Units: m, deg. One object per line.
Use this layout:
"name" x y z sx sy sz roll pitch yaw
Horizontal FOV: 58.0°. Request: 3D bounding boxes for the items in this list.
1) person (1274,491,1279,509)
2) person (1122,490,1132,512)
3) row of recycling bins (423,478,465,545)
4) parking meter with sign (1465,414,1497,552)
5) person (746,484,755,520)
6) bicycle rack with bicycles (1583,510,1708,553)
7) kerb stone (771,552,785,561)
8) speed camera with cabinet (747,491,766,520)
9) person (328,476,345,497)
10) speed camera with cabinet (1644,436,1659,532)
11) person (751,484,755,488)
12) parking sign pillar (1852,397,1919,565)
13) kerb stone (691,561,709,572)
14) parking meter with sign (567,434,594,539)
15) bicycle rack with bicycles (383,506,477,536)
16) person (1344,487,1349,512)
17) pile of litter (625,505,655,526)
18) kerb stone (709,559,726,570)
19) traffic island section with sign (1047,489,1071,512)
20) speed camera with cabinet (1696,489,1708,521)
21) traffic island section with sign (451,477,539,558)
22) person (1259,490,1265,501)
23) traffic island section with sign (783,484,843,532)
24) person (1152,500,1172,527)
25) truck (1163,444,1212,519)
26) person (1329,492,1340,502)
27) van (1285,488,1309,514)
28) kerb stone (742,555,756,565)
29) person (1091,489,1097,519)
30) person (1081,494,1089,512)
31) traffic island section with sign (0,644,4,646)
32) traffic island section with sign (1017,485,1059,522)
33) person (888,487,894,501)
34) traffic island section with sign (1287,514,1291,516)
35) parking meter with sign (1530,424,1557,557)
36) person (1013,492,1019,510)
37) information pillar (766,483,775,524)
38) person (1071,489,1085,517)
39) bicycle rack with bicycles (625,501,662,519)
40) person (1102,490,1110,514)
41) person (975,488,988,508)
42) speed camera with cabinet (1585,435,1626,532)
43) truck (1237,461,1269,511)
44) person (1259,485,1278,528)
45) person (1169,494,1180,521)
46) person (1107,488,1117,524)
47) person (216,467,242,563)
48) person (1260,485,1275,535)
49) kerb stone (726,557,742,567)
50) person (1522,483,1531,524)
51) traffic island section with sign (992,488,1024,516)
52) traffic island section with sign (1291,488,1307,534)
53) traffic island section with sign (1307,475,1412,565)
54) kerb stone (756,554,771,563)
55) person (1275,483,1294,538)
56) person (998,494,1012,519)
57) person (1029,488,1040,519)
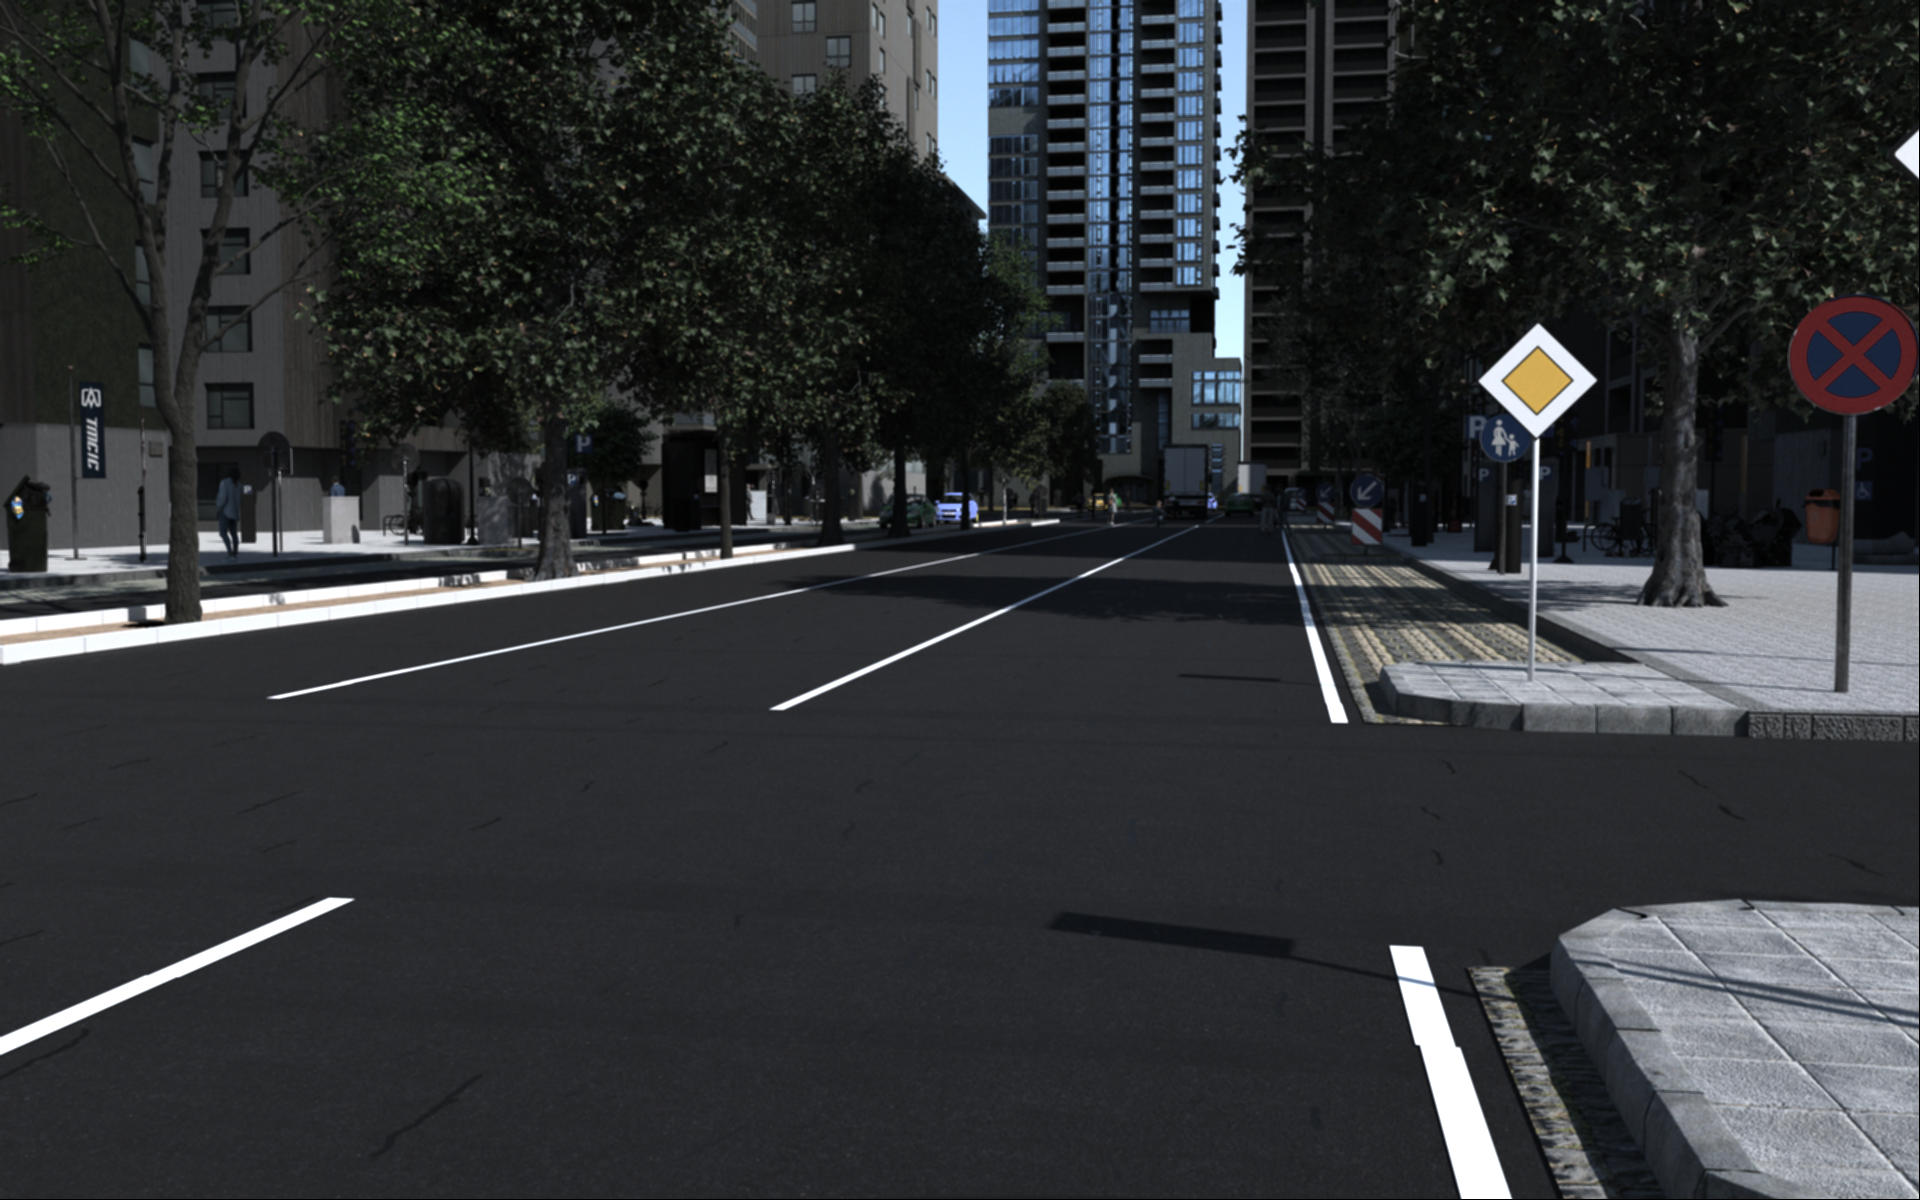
"person" 29.992 -9.483 163.555 1.348 1.822 0.705 -3 4 -39
"person" 13.539 -8.027 140.540 0.742 1.727 0.445 -3 4 -37
"row of recycling bins" -13.538 -2.343 45.425 1.069 1.692 3.534 -1 4 -14
"parking meter with sign" 11.842 -2.596 38.699 0.543 3.016 1.738 3 4 36
"person" -10.252 -4.751 84.113 0.834 1.777 0.661 -2 4 -33
"bicycle rack with bicycles" 15.064 -1.519 38.219 2.852 0.926 2.925 -2 4 -29
"kerb stone" -4.018 -0.918 37.233 0.120 0.150 1.000 1 4 10
"speed camera with cabinet" -10.485 -5.581 85.579 2.038 3.252 0.660 0 4 8
"person" -17.758 -2.638 49.353 0.419 1.800 0.721 0 4 8
"speed camera with cabinet" 23.543 -3.922 58.469 0.660 3.252 2.038 1 4 16
"person" -10.872 -5.182 90.799 0.581 1.822 0.654 -1 4 -22
"parking sign pillar" 17.009 -2.651 31.817 1.447 3.967 1.447 -2 4 -29
"kerb stone" -4.925 -0.610 32.173 0.120 0.150 1.000 1 4 10
"parking meter with sign" -11.056 -3.269 49.701 0.543 3.016 1.738 0 4 8
"bicycle rack with bicycles" -16.568 -2.463 53.649 2.925 0.926 2.852 2 4 23
"person" 28.320 -7.371 126.582 0.705 1.821 1.348 2 4 26
"pile of litter" -12.899 -3.397 69.506 1.176 0.858 1.719 -2 4 -25
"kerb stone" -4.748 -0.670 33.180 0.120 0.150 1.000 1 4 10
"traffic island section with sign" 8.034 -8.167 142.158 1.989 1.847 2.006 1 4 10
"speed camera with cabinet" 25.790 -4.145 62.101 2.038 3.252 0.660 -1 4 -14
"traffic island section with sign" -10.334 -1.908 39.829 1.989 1.847 2.006 1 4 10
"person" 23.581 -7.676 134.028 0.705 1.821 1.348 3 5 39
"traffic island section with sign" -5.570 -3.531 66.362 1.989 1.847 2.006 1 4 10
"person" 8.731 -3.788 75.933 0.738 1.151 1.012 -1 4 -20
"truck" 13.377 -6.924 102.122 2.839 4.237 11.283 1 4 9
"person" 24.496 -6.619 114.292 1.348 1.821 0.705 -1 4 -19
"van" 23.033 -6.865 119.257 2.013 2.044 4.112 1 4 11
"kerb stone" -4.395 -0.796 35.211 0.120 0.150 1.000 1 4 10
"person" 7.851 -5.602 100.816 0.721 1.735 1.217 0 4 7
"person" 9.720 -7.630 136.477 0.991 1.433 0.599 2 4 24
"traffic island section with sign" -9.259 -0.350 13.859 2.006 1.907 1.989 1 4 10
"traffic island section with sign" 4.013 -4.874 87.821 2.006 1.907 1.989 1 4 10
"person" -3.073 -4.480 82.088 0.721 1.781 0.623 3 4 36
"traffic island section with sign" 21.953 -6.322 111.996 1.989 1.847 2.006 1 4 10
"parking meter with sign" 12.071 -2.419 35.806 0.543 3.016 1.738 1 4 21
"person" 4.328 -7.717 135.401 0.628 1.438 0.799 -2 4 -34
"information pillar" -8.028 -4.220 73.491 0.304 2.012 0.304 1 4 13
"person" 7.275 -5.935 106.326 1.217 1.735 0.721 -3 5 -43
"bicycle rack with bicycles" -16.872 -4.600 88.587 2.925 0.926 2.852 2 4 34
"person" 10.856 -7.225 127.164 0.617 1.759 0.750 2 4 33
"person" 1.974 -9.319 158.045 1.348 1.869 0.705 0 4 5
"speed camera with cabinet" 22.013 -3.959 59.061 0.660 3.252 2.038 3 5 45
"truck" 25.941 -10.081 153.743 2.839 4.237 11.283 1 4 10
"person" 13.207 -4.026 74.237 0.836 1.842 0.656 0 4 1
"person" 11.555 -5.019 93.751 0.799 1.438 0.628 2 4 35
"person" 7.174 -4.427 81.880 0.512 1.701 0.522 2 4 24
"person" -13.736 -1.608 32.597 0.793 1.790 0.793 -1 4 -17
"person" 10.848 -3.179 61.033 0.519 1.759 0.362 1 4 10
"kerb stone" -4.568 -0.734 34.192 0.120 0.150 1.000 1 4 10
"person" 24.056 -4.086 73.419 0.480 1.755 0.524 1 4 17
"traffic island section with sign" 3.233 -6.530 115.399 1.989 1.847 2.006 1 4 10
"traffic island section with sign" 13.077 -3.300 62.583 1.989 1.847 2.006 1 4 10
"traffic island section with sign" 8.313 -1.677 36.051 1.989 1.847 2.006 1 4 10
"kerb stone" -4.202 -0.858 36.225 0.120 0.150 1.000 1 4 10
"person" 10.428 -2.887 56.053 0.721 1.781 0.623 -2 4 -27
"person" 2.640 -5.457 100.938 0.991 1.433 0.599 -2 4 -33
"person" 4.305 -5.557 99.883 0.617 1.759 0.750 1 4 9
